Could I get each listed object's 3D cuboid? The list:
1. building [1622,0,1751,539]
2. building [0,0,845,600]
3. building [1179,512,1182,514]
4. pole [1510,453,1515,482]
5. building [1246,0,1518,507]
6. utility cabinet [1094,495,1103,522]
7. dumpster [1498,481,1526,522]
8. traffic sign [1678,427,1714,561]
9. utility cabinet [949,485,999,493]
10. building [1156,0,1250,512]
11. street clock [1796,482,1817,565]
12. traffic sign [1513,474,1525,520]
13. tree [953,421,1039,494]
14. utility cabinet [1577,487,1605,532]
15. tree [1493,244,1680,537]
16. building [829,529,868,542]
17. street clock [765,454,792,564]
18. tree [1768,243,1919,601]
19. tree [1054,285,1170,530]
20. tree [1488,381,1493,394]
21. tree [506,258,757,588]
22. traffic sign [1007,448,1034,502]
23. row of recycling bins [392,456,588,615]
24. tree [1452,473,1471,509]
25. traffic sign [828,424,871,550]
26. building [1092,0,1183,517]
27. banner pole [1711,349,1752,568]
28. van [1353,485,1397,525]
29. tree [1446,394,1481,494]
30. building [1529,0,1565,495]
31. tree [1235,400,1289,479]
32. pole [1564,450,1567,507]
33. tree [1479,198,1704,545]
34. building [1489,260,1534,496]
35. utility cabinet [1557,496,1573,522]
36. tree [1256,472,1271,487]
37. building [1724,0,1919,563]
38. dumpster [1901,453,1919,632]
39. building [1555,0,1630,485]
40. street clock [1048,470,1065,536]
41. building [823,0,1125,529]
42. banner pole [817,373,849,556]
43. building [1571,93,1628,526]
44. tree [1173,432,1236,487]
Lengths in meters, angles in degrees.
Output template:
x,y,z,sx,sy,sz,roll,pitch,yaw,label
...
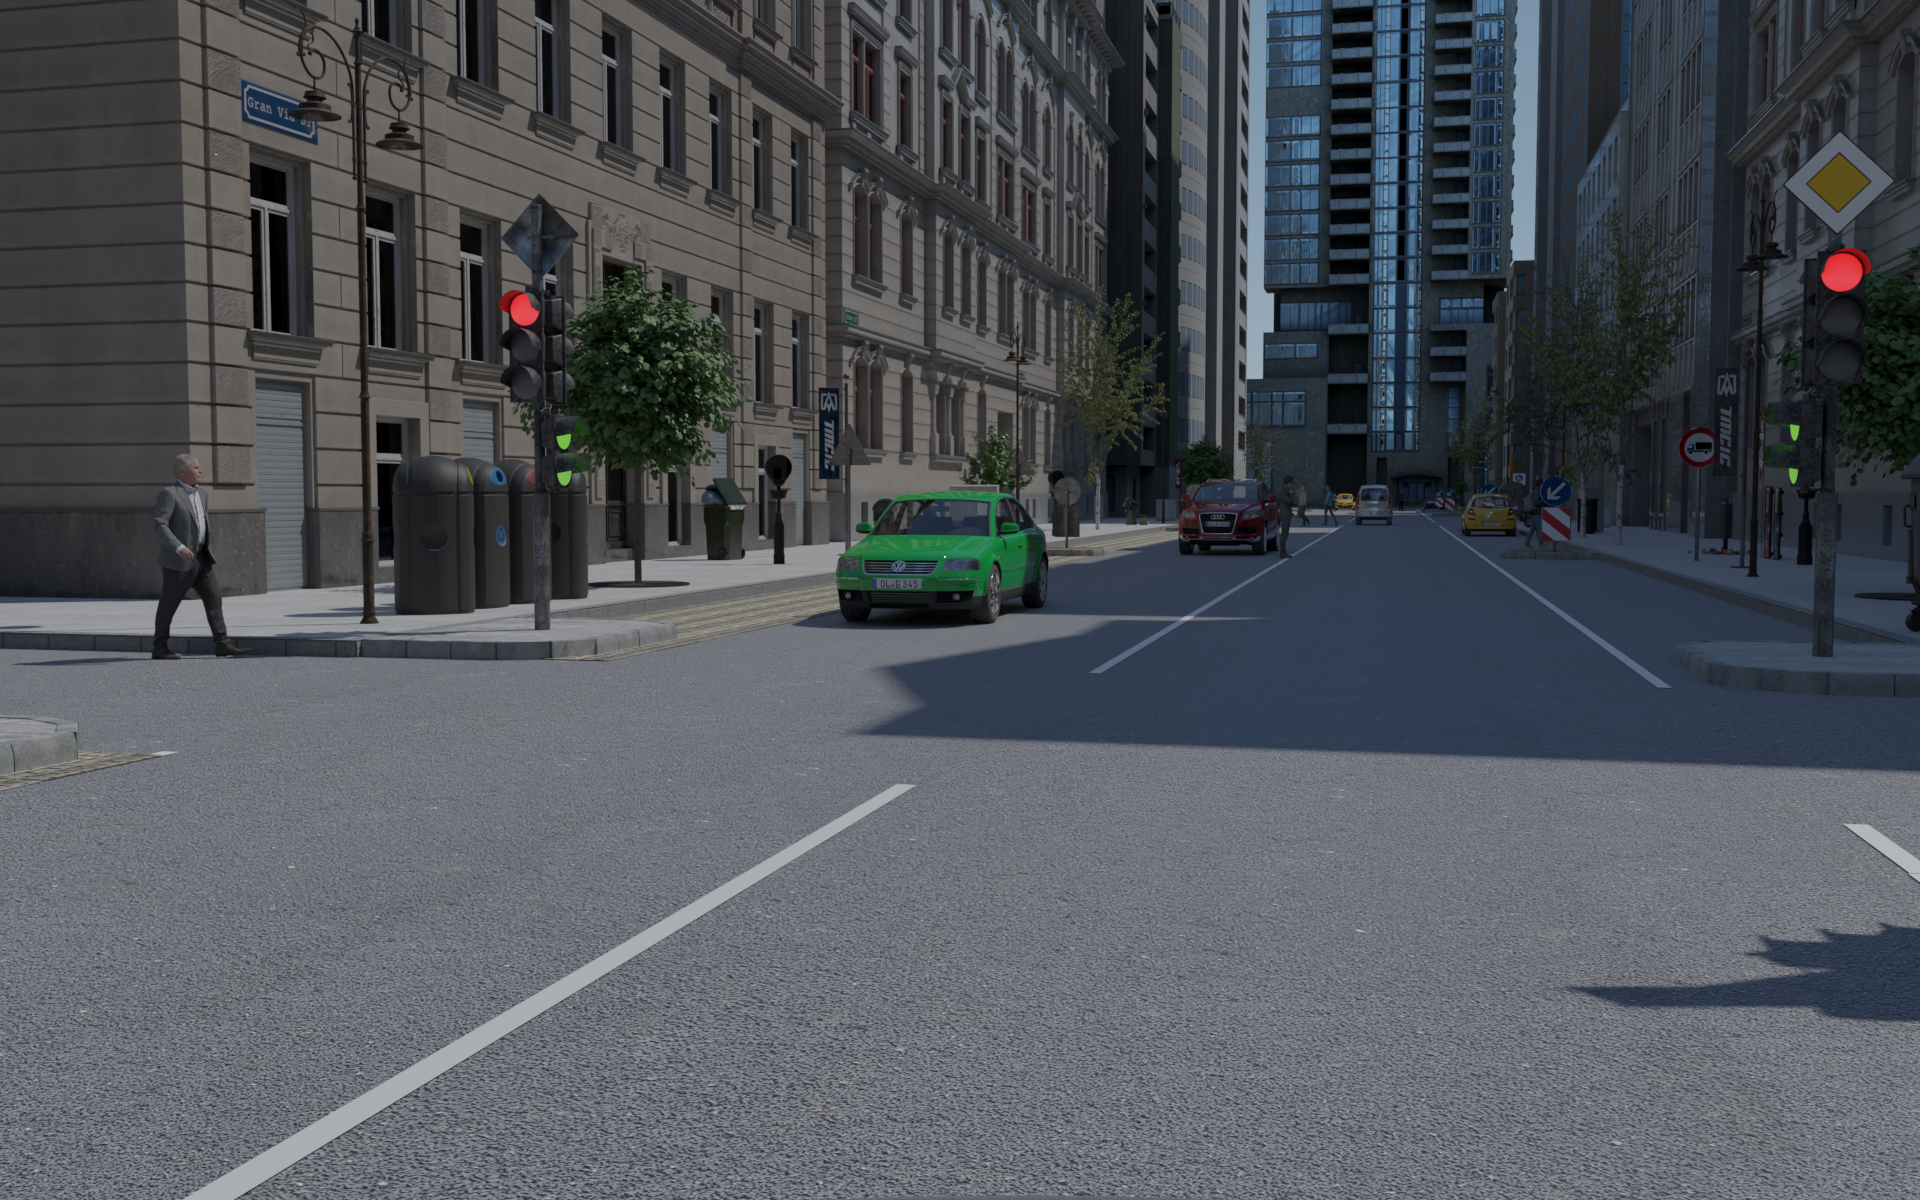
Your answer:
x,y,z,sx,sy,sz,roll,pitch,yaw,label
29.700,-14.637,57.344,12.078,24.808,19.932,1,4,14,building
-11.764,-14.431,33.203,12.463,27.353,25.104,1,4,14,building
6.327,-35.319,119.464,21.231,58.520,28.212,1,4,14,building
27.399,-5.631,85.906,0.158,3.312,0.155,0,3,0,pole
44.132,-53.089,180.674,31.000,86.520,22.319,1,4,14,building
6.282,-4.129,78.674,0.306,1.237,1.020,1,4,12,utility cabinet
25.616,-4.564,80.388,1.264,1.857,1.865,1,4,14,dumpster
14.143,-2.023,33.178,0.768,2.556,0.104,1,4,14,traffic sign
0.345,-2.042,42.067,1.173,1.500,0.318,1,4,12,utility cabinet
11.087,-37.407,153.596,28.212,58.520,21.231,1,4,14,building
15.289,-1.634,31.290,0.358,2.002,0.471,-2,4,-29,street clock
27.480,-5.079,85.173,0.606,2.300,0.079,1,4,15,traffic sign
0.899,-3.037,44.249,1.663,3.219,1.824,0,3,0,tree
20.924,-2.984,57.462,1.173,1.500,0.318,-3,5,-40,utility cabinet
18.487,-6.144,50.820,4.360,8.622,3.978,0,3,0,tree
-6.351,-16.518,57.457,14.401,28.519,23.554,1,4,14,building
-3.322,-1.662,31.747,0.471,2.002,0.358,-1,4,-14,street clock
11.817,-2.297,21.263,4.285,4.588,4.351,0,3,0,tree
5.151,-6.831,62.055,4.737,8.622,4.395,0,3,0,tree
24.401,-7.498,72.948,4.360,8.622,3.978,0,3,0,tree
-4.444,-2.476,24.200,4.285,4.588,4.351,0,3,0,tree
1.644,-2.963,48.451,0.884,2.594,0.081,1,4,18,traffic sign
-5.388,-0.788,19.994,1.069,1.692,3.534,1,4,14,row of recycling bins
44.157,-9.684,152.934,1.663,3.219,1.824,0,3,0,tree
-2.056,-1.962,32.081,0.884,2.594,0.081,2,4,24,traffic sign
4.747,-20.003,98.745,14.160,30.474,14.107,1,4,14,building
13.450,-2.454,30.133,0.401,3.779,0.863,-2,4,-30,banner pole
19.363,-4.521,80.923,2.013,2.044,4.112,1,4,14,van
37.239,-10.689,125.134,4.737,8.622,4.395,0,3,0,tree
47.781,-34.743,110.043,21.231,58.520,28.212,1,4,14,building
23.403,-11.323,135.488,4.360,8.622,3.978,0,3,0,tree
27.916,-5.269,79.991,0.158,3.312,0.155,0,3,0,pole
16.425,-5.692,43.420,4.737,8.622,4.395,0,3,0,tree
57.836,-17.981,139.026,27.650,21.520,28.899,1,4,14,building
28.210,-4.262,80.848,0.306,1.237,1.020,-1,4,-10,utility cabinet
24.624,-8.939,140.762,1.663,3.219,1.824,0,3,0,tree
25.157,-15.199,35.889,14.401,28.519,23.554,1,4,14,building
9.228,-0.582,15.282,1.264,1.857,1.865,1,4,14,dumpster
39.440,-26.939,90.568,14.600,45.320,14.200,1,4,14,building
2.929,-2.950,52.800,0.471,2.002,0.358,-2,4,-26,street clock
-0.972,-17.934,80.610,14.401,28.519,23.554,1,4,14,building
-2.564,-2.809,35.946,0.863,3.779,0.401,-2,4,-28,banner pole
33.297,-13.530,75.971,10.420,20.320,16.860,1,4,14,building
12.869,-6.618,91.923,4.285,4.588,4.351,0,3,0,tree
